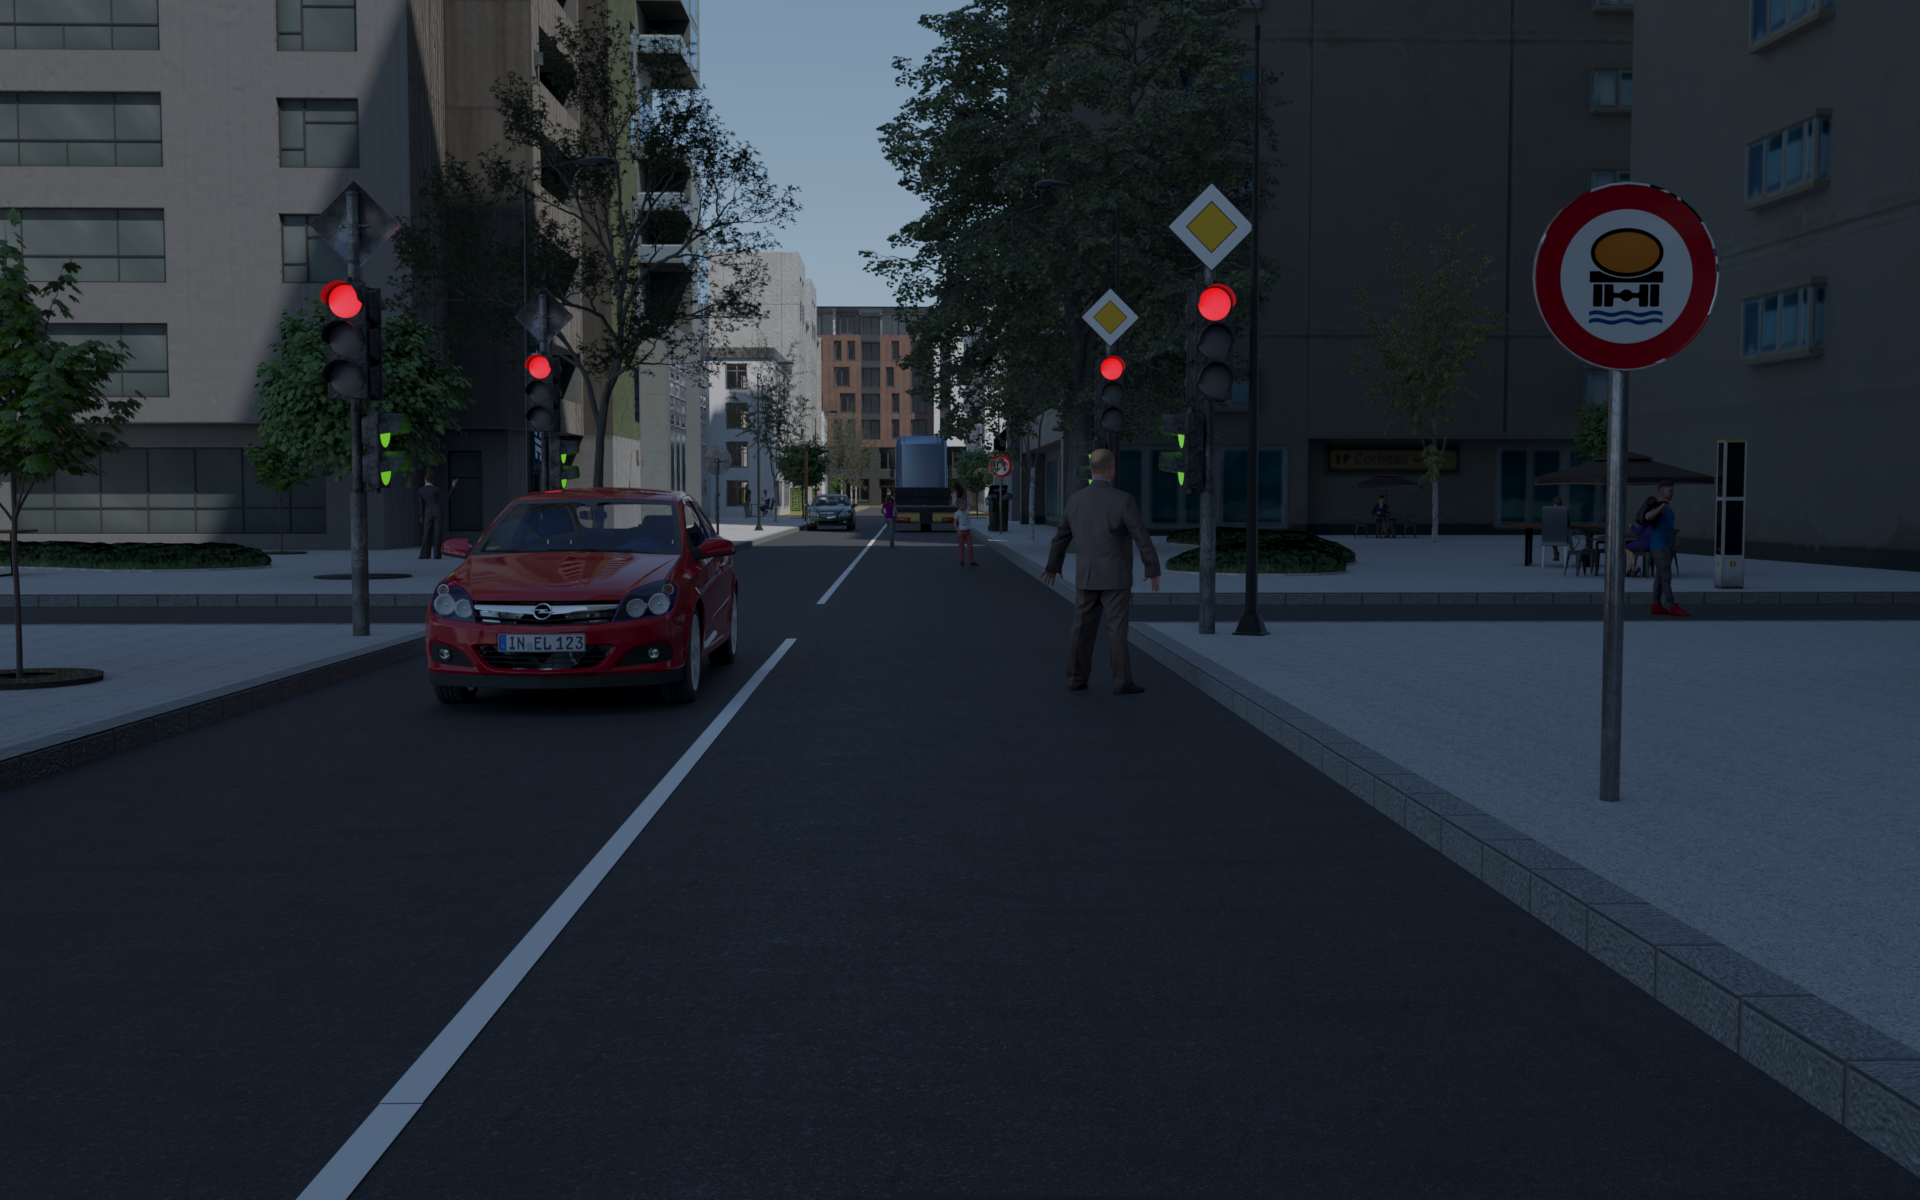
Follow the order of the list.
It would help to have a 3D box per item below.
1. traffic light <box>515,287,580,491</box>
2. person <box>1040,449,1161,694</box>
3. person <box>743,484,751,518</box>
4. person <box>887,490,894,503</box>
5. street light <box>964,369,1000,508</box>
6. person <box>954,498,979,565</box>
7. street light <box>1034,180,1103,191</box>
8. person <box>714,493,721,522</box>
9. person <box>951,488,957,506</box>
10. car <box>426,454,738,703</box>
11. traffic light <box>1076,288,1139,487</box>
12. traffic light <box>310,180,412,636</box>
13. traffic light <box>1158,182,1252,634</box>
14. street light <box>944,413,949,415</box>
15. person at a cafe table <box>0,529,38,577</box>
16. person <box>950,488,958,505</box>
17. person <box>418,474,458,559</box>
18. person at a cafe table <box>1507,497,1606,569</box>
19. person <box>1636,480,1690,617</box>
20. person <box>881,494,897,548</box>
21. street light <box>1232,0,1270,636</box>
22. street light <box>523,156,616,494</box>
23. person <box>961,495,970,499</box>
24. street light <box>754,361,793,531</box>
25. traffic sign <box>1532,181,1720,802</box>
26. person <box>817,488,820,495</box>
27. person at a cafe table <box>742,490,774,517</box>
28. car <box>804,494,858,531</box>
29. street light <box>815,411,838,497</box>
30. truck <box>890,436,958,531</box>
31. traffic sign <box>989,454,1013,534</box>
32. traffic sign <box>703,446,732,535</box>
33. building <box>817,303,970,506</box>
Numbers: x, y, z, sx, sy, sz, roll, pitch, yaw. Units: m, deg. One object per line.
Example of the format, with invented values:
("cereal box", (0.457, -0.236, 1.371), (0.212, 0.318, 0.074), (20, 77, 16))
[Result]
("traffic light", (-5.627, -2.118, 23.556), (0.839, 4.253, 0.868), (0, 4, -2))
("person", (1.040, -0.217, 12.600), (0.990, 1.755, 0.434), (3, 4, 38))
("person", (-11.244, -5.210, 91.357), (0.434, 1.807, 0.598), (-1, 4, -12))
("person", (-6.978, -9.965, 171.435), (0.705, 1.823, 1.348), (2, 4, 29))
("street light", (0.858, -5.499, 62.455), (1.470, 5.913, 1.316), (0, 4, -2))
("person", (0.126, -1.367, 34.761), (0.435, 1.345, 0.340), (-2, 4, -30))
("street light", (1.800, -3.257, 25.800), (1.470, 5.913, 1.316), (0, 4, -2))
("person", (-10.990, -4.200, 78.616), (0.340, 1.345, 0.435), (-2, 4, -27))
("person", (-0.493, -8.206, 140.885), (0.551, 1.740, 0.621), (2, 4, 29))
("car", (-2.747, -0.257, 13.236), (2.155, 1.783, 4.494), (0, 4, -2))
("traffic light", (2.030, -2.132, 23.784), (0.839, 4.253, 0.868), (0, 4, -2))
("traffic light", (-5.406, -1.630, 15.574), (0.839, 4.253, 0.868), (0, 4, -2))
("traffic light", (2.252, -1.644, 15.802), (0.839, 4.253, 0.868), (0, 4, -2))
("street light", (-0.203, -7.728, 98.897), (1.470, 5.913, 1.316), (0, 4, -2))
("person at a cafe table", (-15.372, -1.105, 26.584), (1.698, 1.524, 1.622), (0, 4, -8))
("person", (-0.618, -8.397, 143.354), (0.705, 1.821, 1.348), (-3, 5, -43))
("person", (-10.313, -1.674, 34.220), (0.742, 1.727, 0.445), (-2, 4, -32))
("person at a cafe table", (10.522, -1.200, 30.485), (1.698, 1.238, 1.726), (2, 4, 23))
("person", (8.303, -0.616, 20.440), (0.662, 1.594, 0.647), (2, 4, 32))
("person", (-1.816, -2.123, 46.440), (0.726, 1.435, 0.776), (2, 4, 29))
("street light", (2.117, -2.635, 15.623), (1.470, 5.913, 1.316), (0, 4, -2))
("street light", (-5.432, -3.145, 23.961), (1.470, 5.913, 1.316), (0, 4, -2))
("person", (0.599, -10.172, 175.583), (0.991, 1.433, 0.599), (0, 4, -5))
("street light", (-6.505, -5.381, 60.522), (1.470, 5.913, 1.316), (0, 4, -2))
("traffic sign", (2.721, -0.432, 7.176), (0.768, 2.556, 0.104), (0, 4, -1))
("person", (-10.029, -7.161, 123.837), (0.721, 1.736, 1.217), (-1, 4, -21))
("person at a cafe table", (-11.288, -5.458, 97.756), (1.622, 1.524, 1.698), (-2, 4, -25))
("car", (-5.130, -3.512, 69.214), (2.131, 1.459, 4.920), (0, 4, -2))
("street light", (-7.511, -7.589, 96.622), (1.470, 5.913, 1.316), (0, 4, -2))
("truck", (-1.592, -5.180, 74.454), (2.967, 4.110, 18.799), (0, 4, -2))
("traffic sign", (1.312, -3.387, 55.491), (0.768, 2.556, 0.104), (0, 3, 0))
("traffic sign", (-6.411, -2.793, 45.767), (0.768, 2.556, 0.104), (0, 4, 1))
("building", (-5.359, -21.725, 199.172), (32.646, 21.610, 27.936), (0, 4, -2))
